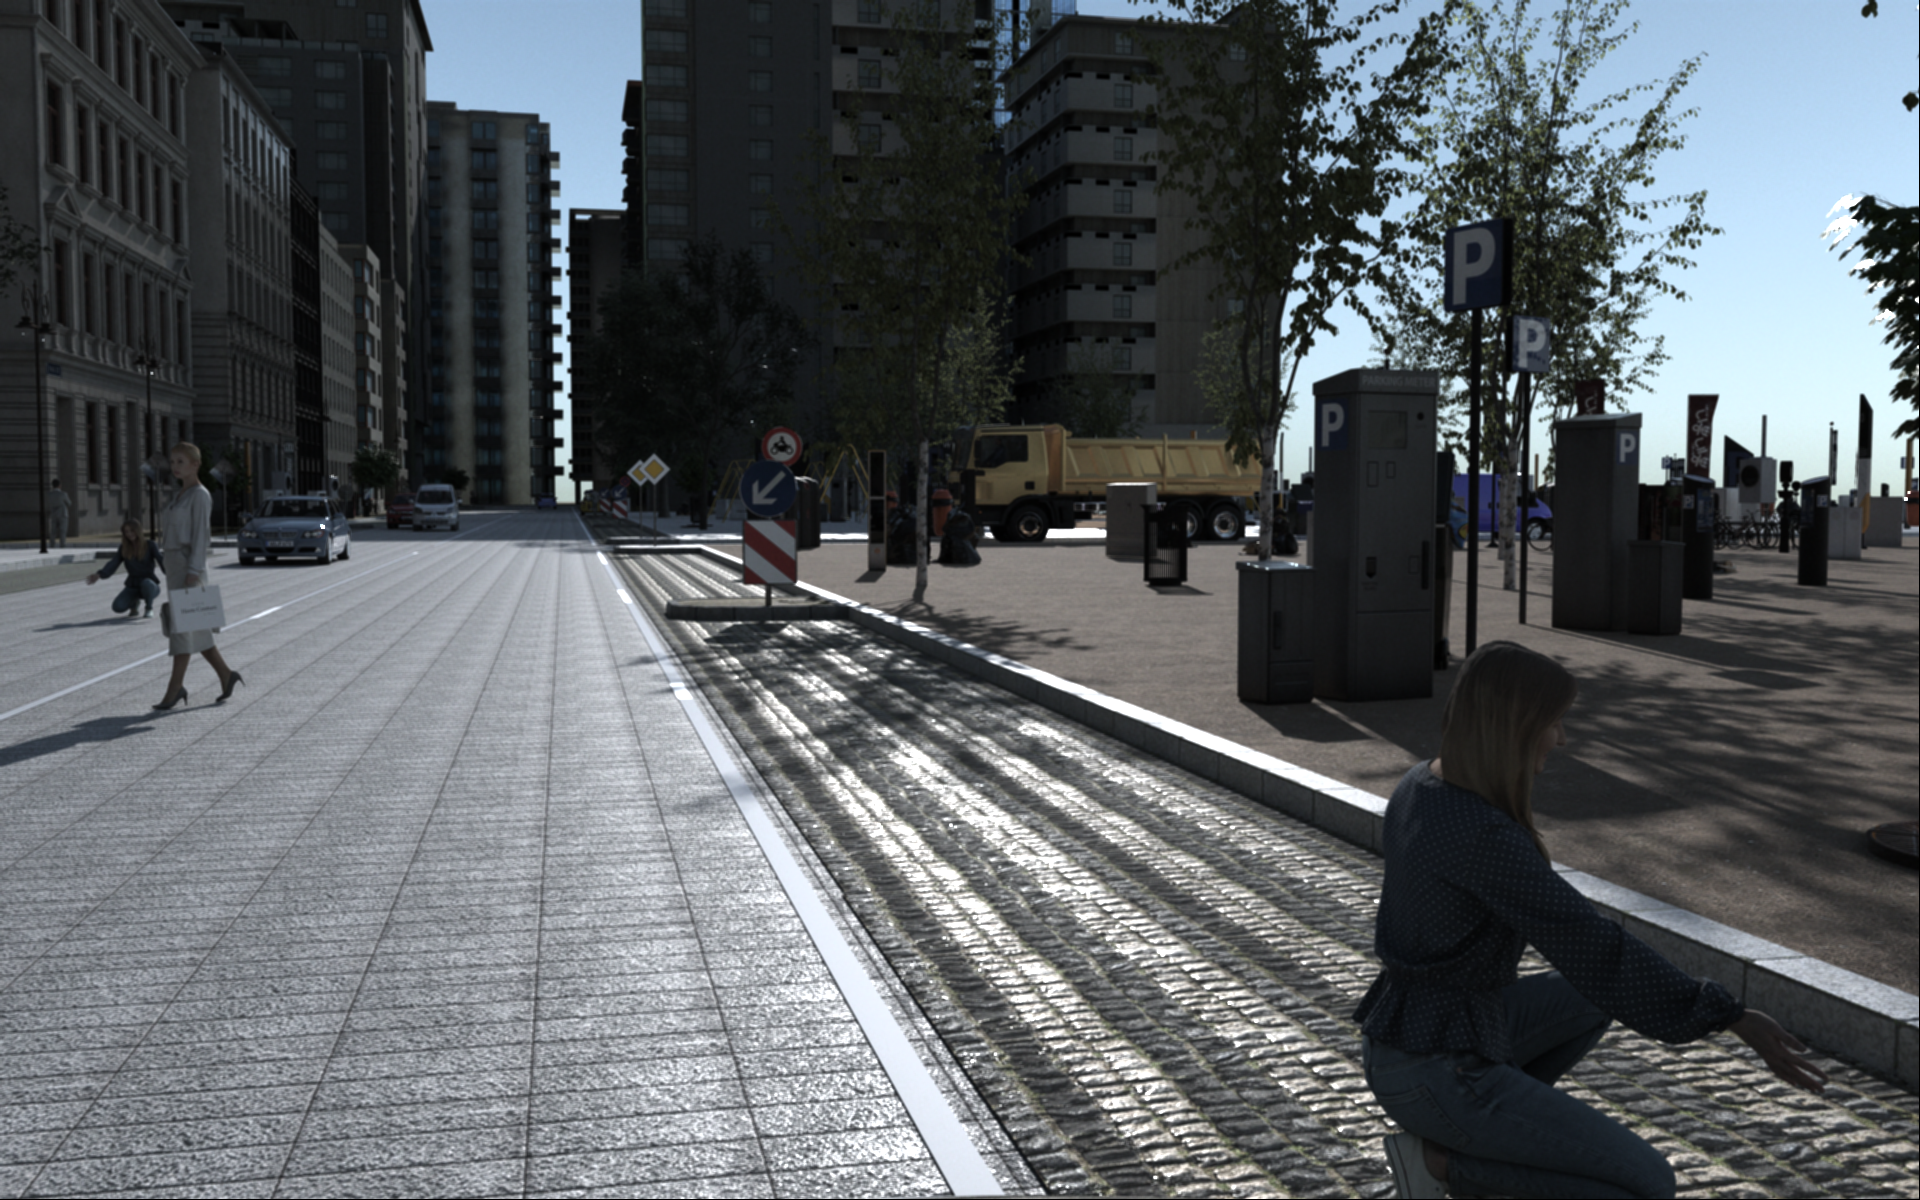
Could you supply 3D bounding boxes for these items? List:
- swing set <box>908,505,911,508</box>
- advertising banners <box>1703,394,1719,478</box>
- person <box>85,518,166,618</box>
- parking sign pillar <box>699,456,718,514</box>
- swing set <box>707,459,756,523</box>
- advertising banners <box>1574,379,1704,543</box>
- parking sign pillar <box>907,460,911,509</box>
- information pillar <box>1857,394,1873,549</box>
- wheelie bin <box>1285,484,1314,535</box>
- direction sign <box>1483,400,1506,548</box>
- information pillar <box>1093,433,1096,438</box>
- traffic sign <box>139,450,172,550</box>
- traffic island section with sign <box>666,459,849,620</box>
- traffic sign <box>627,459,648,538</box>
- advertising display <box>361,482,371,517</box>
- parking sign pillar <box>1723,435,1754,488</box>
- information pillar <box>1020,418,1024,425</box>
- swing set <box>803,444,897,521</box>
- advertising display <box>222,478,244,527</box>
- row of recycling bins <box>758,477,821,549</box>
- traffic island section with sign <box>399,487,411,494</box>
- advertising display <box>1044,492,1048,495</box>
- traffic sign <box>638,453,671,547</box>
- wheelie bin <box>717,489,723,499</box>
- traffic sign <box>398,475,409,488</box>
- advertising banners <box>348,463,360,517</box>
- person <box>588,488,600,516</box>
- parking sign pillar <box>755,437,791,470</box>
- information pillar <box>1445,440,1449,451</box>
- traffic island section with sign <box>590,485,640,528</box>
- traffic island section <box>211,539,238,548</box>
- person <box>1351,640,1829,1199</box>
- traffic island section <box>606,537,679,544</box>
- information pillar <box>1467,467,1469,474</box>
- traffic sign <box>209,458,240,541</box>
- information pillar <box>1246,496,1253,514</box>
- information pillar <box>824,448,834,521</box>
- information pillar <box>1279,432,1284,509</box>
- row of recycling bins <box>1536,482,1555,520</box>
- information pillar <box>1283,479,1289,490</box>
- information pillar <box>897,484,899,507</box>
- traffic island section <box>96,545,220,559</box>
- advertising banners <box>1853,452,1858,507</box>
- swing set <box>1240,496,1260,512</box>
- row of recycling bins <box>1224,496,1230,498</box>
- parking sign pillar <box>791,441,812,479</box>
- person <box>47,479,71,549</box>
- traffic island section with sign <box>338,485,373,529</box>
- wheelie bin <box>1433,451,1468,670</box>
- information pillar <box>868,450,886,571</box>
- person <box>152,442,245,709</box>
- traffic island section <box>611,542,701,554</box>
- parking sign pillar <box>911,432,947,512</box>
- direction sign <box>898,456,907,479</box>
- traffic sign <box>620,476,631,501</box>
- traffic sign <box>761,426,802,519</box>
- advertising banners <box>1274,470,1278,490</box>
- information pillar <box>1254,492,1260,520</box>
[{"bbox_3d":[-3.980,-5.795,92.362,2.862,2.851,3.119,-1,4,-10],"label":"swing set"},{"bbox_3d":[12.262,-2.099,30.500,2.074,3.025,0.090,0,4,4],"label":"advertising banners"},{"bbox_3d":[-9.489,-0.374,20.111,1.012,1.151,0.738,0,4,-5],"label":"person"},{"bbox_3d":[-15.935,-7.432,109.983,1.447,3.967,1.447,-3,5,-41],"label":"parking sign pillar"},{"bbox_3d":[-9.944,-4.989,79.194,2.862,2.851,3.119,-2,4,-24],"label":"swing set"},{"bbox_3d":[10.055,-1.816,25.882,0.090,3.025,2.074,-2,4,-35],"label":"advertising banners"},{"bbox_3d":[-3.440,-7.989,119.087,1.447,3.967,1.447,2,4,32],"label":"parking sign pillar"},{"bbox_3d":[21.079,-2.999,40.383,0.183,3.616,0.504,0,4,2],"label":"information pillar"},{"bbox_3d":[10.662,-2.845,54.430,0.980,1.594,0.693,-1,4,-18],"label":"wheelie bin"},{"bbox_3d":[12.803,-3.029,41.529,0.876,3.537,0.379,-3,5,-39],"label":"direction sign"},{"bbox_3d":[5.253,-4.636,67.156,0.183,3.616,0.504,1,4,16],"label":"information pillar"},{"bbox_3d":[-18.427,-2.213,39.826,0.795,2.450,0.064,-1,4,-13],"label":"traffic sign"},{"bbox_3d":[-2.454,-0.725,20.485,1.989,1.847,2.006,-1,4,-13],"label":"traffic island section with sign"},{"bbox_3d":[-9.239,-2.841,50.087,0.795,2.450,0.064,-1,4,-13],"label":"traffic sign"},{"bbox_3d":[-33.118,-5.588,96.570,0.123,1.923,0.974,0,4,3],"label":"advertising display"},{"bbox_3d":[35.629,-5.547,79.162,1.447,3.967,1.447,0,4,2],"label":"parking sign pillar"},{"bbox_3d":[1.925,-3.806,53.576,0.183,3.616,0.504,1,4,10],"label":"information pillar"},{"bbox_3d":[-3.700,-3.552,55.690,2.862,2.851,3.119,-1,4,-9],"label":"swing set"},{"bbox_3d":[-28.369,-3.816,67.603,0.974,1.923,0.123,1,4,22],"label":"advertising display"},{"bbox_3d":[-4.052,-2.070,40.955,1.069,1.692,3.534,0,4,7],"label":"row of recycling bins"},{"bbox_3d":[-31.576,-5.511,98.739,1.989,1.847,2.006,-1,4,-13],"label":"traffic island section with sign"},{"bbox_3d":[3.670,-3.750,66.518,0.974,1.923,0.123,-1,4,-22],"label":"advertising display"},{"bbox_3d":[-7.460,-2.364,42.302,0.795,2.450,0.064,-1,4,-13],"label":"traffic sign"},{"bbox_3d":[-15.798,-6.366,111.994,0.980,1.594,0.693,2,4,31],"label":"wheelie bin"},{"bbox_3d":[-38.666,-7.353,120.222,0.884,2.594,0.081,0,4,-8],"label":"traffic sign"},{"bbox_3d":[-34.360,-6.236,98.151,0.090,3.025,2.074,0,4,-5],"label":"advertising banners"},{"bbox_3d":[-22.889,-6.104,108.422,0.709,1.813,0.853,-3,5,-40],"label":"person"},{"bbox_3d":[-8.995,-5.714,81.890,1.447,3.967,1.447,-1,4,-18],"label":"parking sign pillar"},{"bbox_3d":[21.144,-5.120,75.068,0.183,3.616,0.504,3,5,45],"label":"information pillar"},{"bbox_3d":[-14.725,-4.014,74.253,1.989,1.847,2.006,-1,4,-13],"label":"traffic island section with sign"},{"bbox_3d":[-20.227,-1.553,47.668,2.009,0.180,2.903,-1,4,-13],"label":"traffic island section"},{"bbox_3d":[1.150,0.643,3.485,0.738,1.151,1.012,0,4,3],"label":"person"},{"bbox_3d":[-9.218,-1.706,50.169,2.009,0.180,2.903,-1,4,-13],"label":"traffic island section"},{"bbox_3d":[38.039,-8.425,129.103,0.504,3.616,0.183,0,4,-5],"label":"information pillar"},{"bbox_3d":[-20.206,-2.689,47.611,0.795,2.450,0.064,-1,4,-13],"label":"traffic sign"},{"bbox_3d":[18.371,-7.241,109.741,0.504,3.616,0.183,2,4,27],"label":"information pillar"},{"bbox_3d":[-6.194,-5.557,82.208,0.504,3.616,0.183,0,4,2],"label":"information pillar"},{"bbox_3d":[12.162,-4.536,65.523,0.183,3.616,0.504,1,4,15],"label":"information pillar"},{"bbox_3d":[19.909,-3.095,57.711,1.069,1.692,3.534,1,4,10],"label":"row of recycling bins"},{"bbox_3d":[16.346,-5.036,86.838,0.304,2.012,0.304,1,4,9],"label":"information pillar"},{"bbox_3d":[-3.690,-6.322,107.863,0.304,2.012,0.304,3,5,43],"label":"information pillar"},{"bbox_3d":[-18.448,-1.077,39.883,2.009,0.180,2.903,-1,4,-13],"label":"traffic island section"},{"bbox_3d":[34.092,-4.267,65.950,0.090,3.025,2.074,2,4,26],"label":"advertising banners"},{"bbox_3d":[13.646,-5.257,83.568,2.862,2.851,3.119,0,4,-3],"label":"swing set"},{"bbox_3d":[19.793,-7.383,127.824,1.069,1.692,3.534,1,4,22],"label":"row of recycling bins"},{"bbox_3d":[-8.233,-6.109,88.356,1.447,3.967,1.447,1,4,16],"label":"parking sign pillar"},{"bbox_3d":[-21.903,-2.047,42.157,0.511,1.800,0.466,-1,4,-8],"label":"person"},{"bbox_3d":[-25.403,-3.859,71.726,1.989,1.847,2.006,-1,4,-13],"label":"traffic island section with sign"},{"bbox_3d":[3.308,-0.306,12.904,0.980,1.594,0.693,1,4,21],"label":"wheelie bin"},{"bbox_3d":[-1.387,-1.496,28.958,0.304,2.012,0.304,0,4,-4],"label":"information pillar"},{"bbox_3d":[-5.174,-0.176,11.735,0.624,1.780,0.694,-2,4,-31],"label":"person"},{"bbox_3d":[-7.439,-1.230,42.384,2.009,0.180,2.903,-1,4,-13],"label":"traffic island section"},{"bbox_3d":[-1.026,-5.129,72.337,1.447,3.967,1.447,-1,4,-22],"label":"parking sign pillar"},{"bbox_3d":[-3.425,-6.804,103.238,0.379,3.537,0.876,3,4,37],"label":"direction sign"},{"bbox_3d":[-23.466,-7.421,121.447,0.768,2.556,0.104,0,4,-7],"label":"traffic sign"},{"bbox_3d":[-3.363,-1.997,32.753,0.768,2.556,0.104,0,4,-5],"label":"traffic sign"},{"bbox_3d":[23.354,-7.933,125.884,0.090,3.025,2.074,-1,4,-21],"label":"advertising banners"},{"bbox_3d":[14.860,-5.015,86.484,0.304,2.012,0.304,1,4,22],"label":"information pillar"}]
